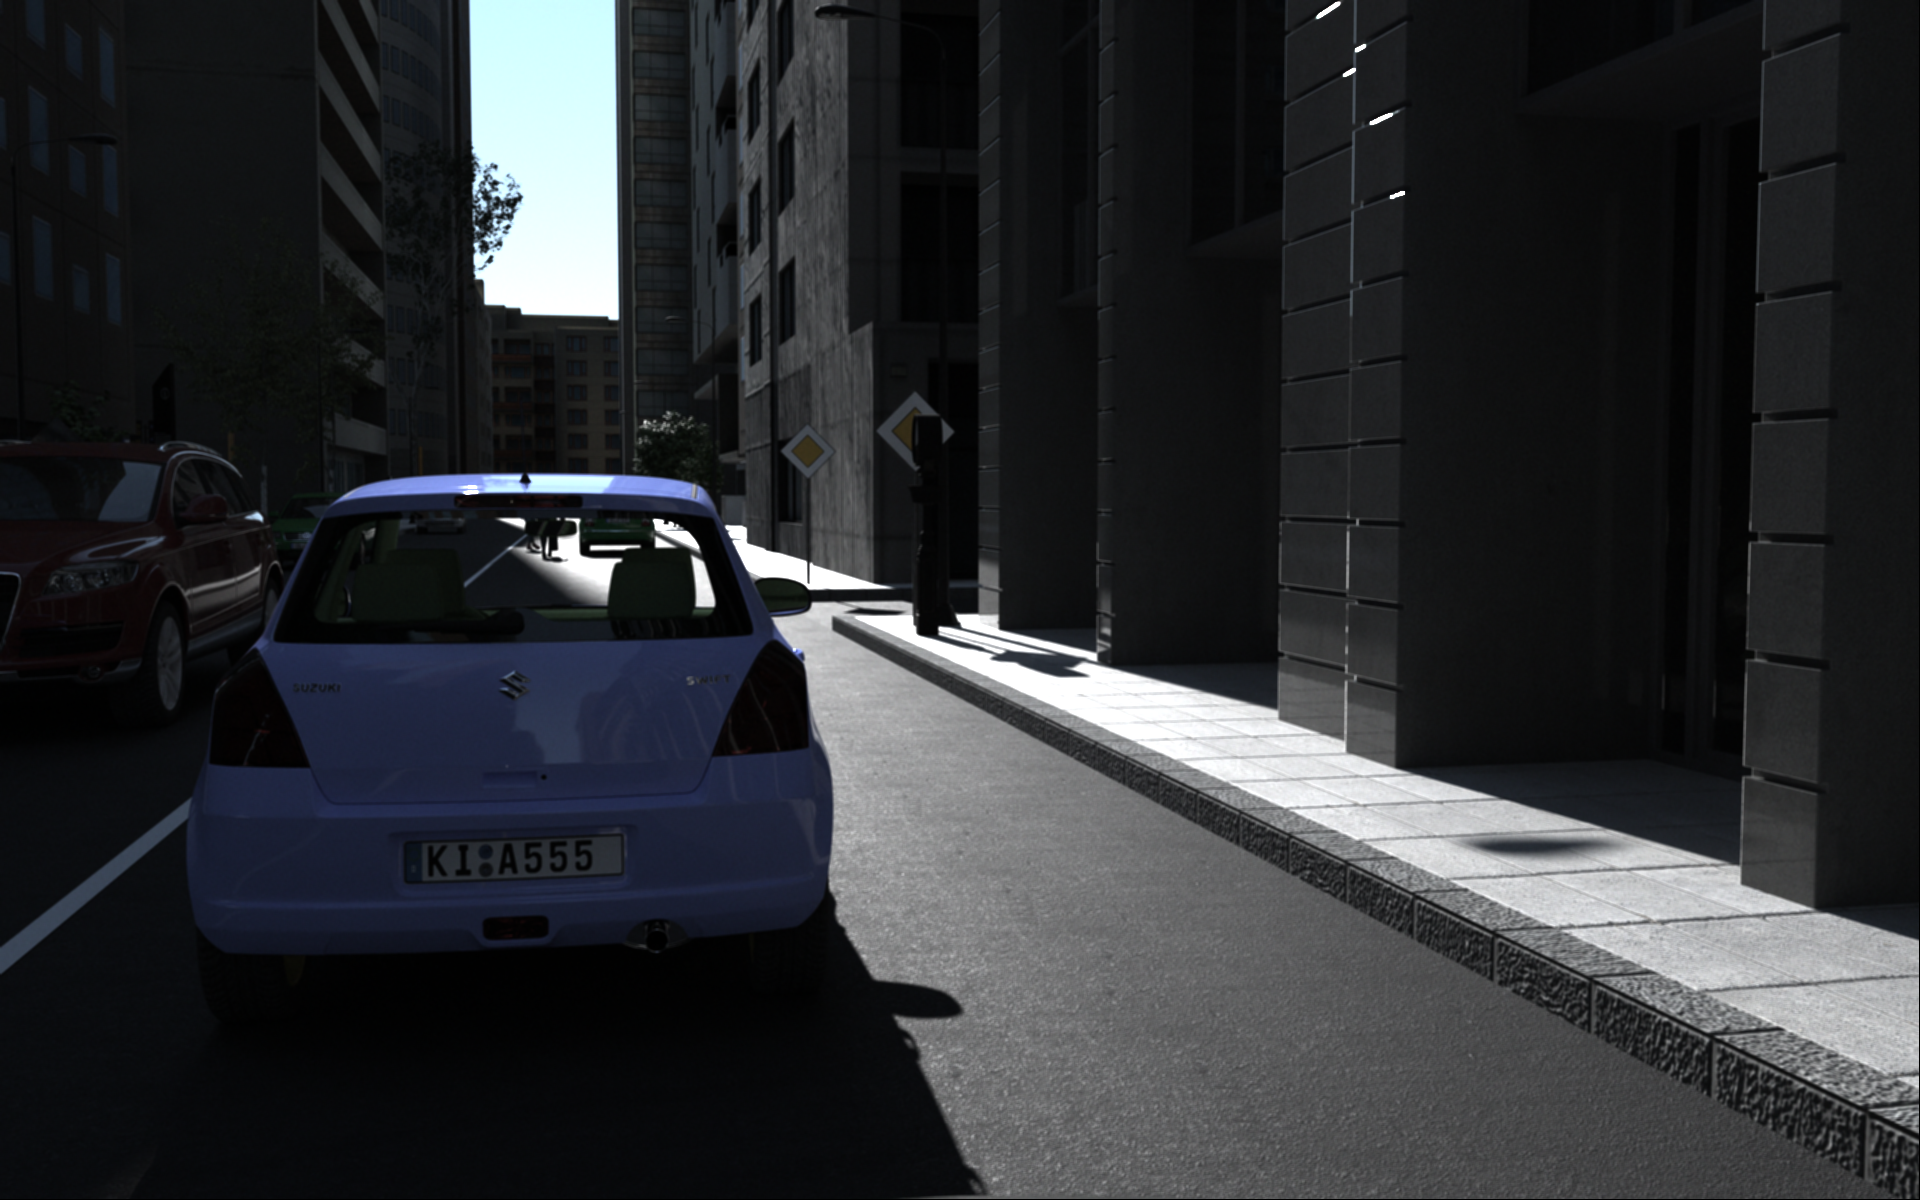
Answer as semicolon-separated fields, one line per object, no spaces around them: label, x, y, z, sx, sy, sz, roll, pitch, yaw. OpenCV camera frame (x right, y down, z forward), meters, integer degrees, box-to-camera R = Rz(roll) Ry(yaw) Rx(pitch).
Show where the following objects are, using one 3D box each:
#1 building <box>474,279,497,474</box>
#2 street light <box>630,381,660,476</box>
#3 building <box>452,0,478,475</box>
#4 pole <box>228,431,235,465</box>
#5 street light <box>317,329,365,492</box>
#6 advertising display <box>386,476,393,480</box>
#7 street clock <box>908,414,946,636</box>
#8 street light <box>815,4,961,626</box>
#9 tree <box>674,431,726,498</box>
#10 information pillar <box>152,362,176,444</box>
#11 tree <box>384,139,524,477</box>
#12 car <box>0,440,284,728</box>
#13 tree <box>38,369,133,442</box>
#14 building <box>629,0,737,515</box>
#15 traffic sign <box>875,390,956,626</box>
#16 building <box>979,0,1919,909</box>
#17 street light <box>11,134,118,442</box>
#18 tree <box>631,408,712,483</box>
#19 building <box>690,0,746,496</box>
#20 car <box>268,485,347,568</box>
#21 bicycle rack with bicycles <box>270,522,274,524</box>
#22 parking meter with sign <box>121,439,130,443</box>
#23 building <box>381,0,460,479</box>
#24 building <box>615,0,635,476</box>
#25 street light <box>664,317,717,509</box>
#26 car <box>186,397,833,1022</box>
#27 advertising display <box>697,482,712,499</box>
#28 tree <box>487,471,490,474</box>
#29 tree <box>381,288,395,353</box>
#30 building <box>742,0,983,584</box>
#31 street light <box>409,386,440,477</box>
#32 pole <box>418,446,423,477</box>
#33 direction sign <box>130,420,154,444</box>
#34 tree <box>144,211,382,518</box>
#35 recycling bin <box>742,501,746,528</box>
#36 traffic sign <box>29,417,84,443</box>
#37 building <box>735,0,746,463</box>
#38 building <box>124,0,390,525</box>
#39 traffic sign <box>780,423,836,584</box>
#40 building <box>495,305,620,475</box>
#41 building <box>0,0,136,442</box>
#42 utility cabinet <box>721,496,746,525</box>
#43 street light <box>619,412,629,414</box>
building;-57.090;-18.881;153.751;28.899;21.520;27.650;-1;4;-12
street light;-12.732;-6.059;71.599;1.470;5.913;1.316;-1;4;-12
building;-43.791;-29.285;128.921;14.600;45.320;14.200;-1;4;-12
pole;-23.683;-3.824;56.370;0.158;3.312;0.155;0;3;0
street light;-17.443;-4.663;48.778;1.470;5.913;1.316;-1;4;-12
advertising display;-19.953;-3.389;60.631;0.123;1.923;0.974;-1;4;-13
street clock;-0.299;-0.683;15.737;0.358;2.002;0.471;-1;4;-9
street light;-0.691;-2.703;16.727;1.470;5.913;1.316;-1;4;-12
tree;-7.631;-3.564;52.865;1.663;3.219;1.824;0;3;0
information pillar;-14.187;-2.422;30.951;0.504;3.616;0.183;2;4;26
tree;-28.494;-14.093;86.304;12.611;20.169;13.585;0;3;0
car;-6.172;-0.211;12.118;2.281;1.827;5.304;-1;4;-11
tree;-13.684;-1.959;26.639;1.663;3.219;1.824;0;3;0
building;-14.134;-26.192;111.837;14.154;41.232;14.086;-1;4;-12
traffic sign;-0.438;-0.807;16.831;0.795;2.450;0.064;-1;4;-12
building;8.614;-13.797;3.068;11.434;29.767;29.804;-1;4;-12
street light;-11.567;-3.049;22.393;1.470;5.913;1.316;-1;4;-12
tree;-10.881;-5.044;66.184;4.285;4.588;4.351;0;3;0
building;-22.727;-37.161;196.824;27.495;52.752;28.713;-1;4;-12
car;-12.554;-1.563;34.356;1.959;1.807;4.718;-1;4;-11
bicycle rack with bicycles;-17.500;-1.670;40.686;2.925;0.926;2.852;-2;4;-29
parking meter with sign;-26.923;-3.597;55.074;1.738;3.016;0.543;2;4;28
building;-43.008;-34.528;106.534;21.231;58.520;28.212;-1;4;-12
building;-20.971;-37.788;159.826;21.231;58.520;28.212;-1;4;-12
street light;-7.037;-4.475;45.712;1.470;5.913;1.316;-1;4;-12
car;-1.453;0.213;6.111;1.945;1.707;3.694;-1;4;-11
advertising display;-10.626;-4.015;70.854;0.974;1.923;0.123;-1;4;-14
tree;-38.657;-9.044;142.462;1.663;3.219;1.824;0;3;0
tree;-19.387;-6.253;52.592;4.737;8.622;4.395;0;3;0
building;6.626;-36.479;34.678;20.611;71.187;20.563;-1;4;-12
street light;-23.102;-6.248;74.697;1.470;5.913;1.316;-1;4;-12
pole;-23.042;-4.902;73.986;0.158;3.312;0.155;0;3;0
direction sign;-24.992;-3.744;53.218;0.876;3.537;0.379;-1;4;-18
tree;-18.192;-5.756;44.476;4.737;8.622;4.395;0;3;0
recycling bin;-7.917;-3.310;66.668;0.722;1.027;0.722;1;4;17
traffic sign;-11.731;-1.156;22.540;0.795;2.450;0.064;-1;4;-12
building;0.327;-24.799;55.579;14.600;45.320;14.200;-1;4;-12
building;-33.836;-26.945;64.252;21.300;48.544;21.600;-1;4;-12
traffic sign;-2.163;-1.284;24.629;0.795;2.450;0.064;-1;4;-12
building;-49.964;-21.121;190.370;28.899;21.520;27.650;-1;4;-12
building;-24.988;-23.355;31.973;14.600;45.320;14.200;-1;4;-12
utility cabinet;-9.329;-3.681;71.340;1.020;1.237;0.306;-3;5;-41
street light;-18.536;-7.670;97.942;1.470;5.913;1.316;-1;4;-12
